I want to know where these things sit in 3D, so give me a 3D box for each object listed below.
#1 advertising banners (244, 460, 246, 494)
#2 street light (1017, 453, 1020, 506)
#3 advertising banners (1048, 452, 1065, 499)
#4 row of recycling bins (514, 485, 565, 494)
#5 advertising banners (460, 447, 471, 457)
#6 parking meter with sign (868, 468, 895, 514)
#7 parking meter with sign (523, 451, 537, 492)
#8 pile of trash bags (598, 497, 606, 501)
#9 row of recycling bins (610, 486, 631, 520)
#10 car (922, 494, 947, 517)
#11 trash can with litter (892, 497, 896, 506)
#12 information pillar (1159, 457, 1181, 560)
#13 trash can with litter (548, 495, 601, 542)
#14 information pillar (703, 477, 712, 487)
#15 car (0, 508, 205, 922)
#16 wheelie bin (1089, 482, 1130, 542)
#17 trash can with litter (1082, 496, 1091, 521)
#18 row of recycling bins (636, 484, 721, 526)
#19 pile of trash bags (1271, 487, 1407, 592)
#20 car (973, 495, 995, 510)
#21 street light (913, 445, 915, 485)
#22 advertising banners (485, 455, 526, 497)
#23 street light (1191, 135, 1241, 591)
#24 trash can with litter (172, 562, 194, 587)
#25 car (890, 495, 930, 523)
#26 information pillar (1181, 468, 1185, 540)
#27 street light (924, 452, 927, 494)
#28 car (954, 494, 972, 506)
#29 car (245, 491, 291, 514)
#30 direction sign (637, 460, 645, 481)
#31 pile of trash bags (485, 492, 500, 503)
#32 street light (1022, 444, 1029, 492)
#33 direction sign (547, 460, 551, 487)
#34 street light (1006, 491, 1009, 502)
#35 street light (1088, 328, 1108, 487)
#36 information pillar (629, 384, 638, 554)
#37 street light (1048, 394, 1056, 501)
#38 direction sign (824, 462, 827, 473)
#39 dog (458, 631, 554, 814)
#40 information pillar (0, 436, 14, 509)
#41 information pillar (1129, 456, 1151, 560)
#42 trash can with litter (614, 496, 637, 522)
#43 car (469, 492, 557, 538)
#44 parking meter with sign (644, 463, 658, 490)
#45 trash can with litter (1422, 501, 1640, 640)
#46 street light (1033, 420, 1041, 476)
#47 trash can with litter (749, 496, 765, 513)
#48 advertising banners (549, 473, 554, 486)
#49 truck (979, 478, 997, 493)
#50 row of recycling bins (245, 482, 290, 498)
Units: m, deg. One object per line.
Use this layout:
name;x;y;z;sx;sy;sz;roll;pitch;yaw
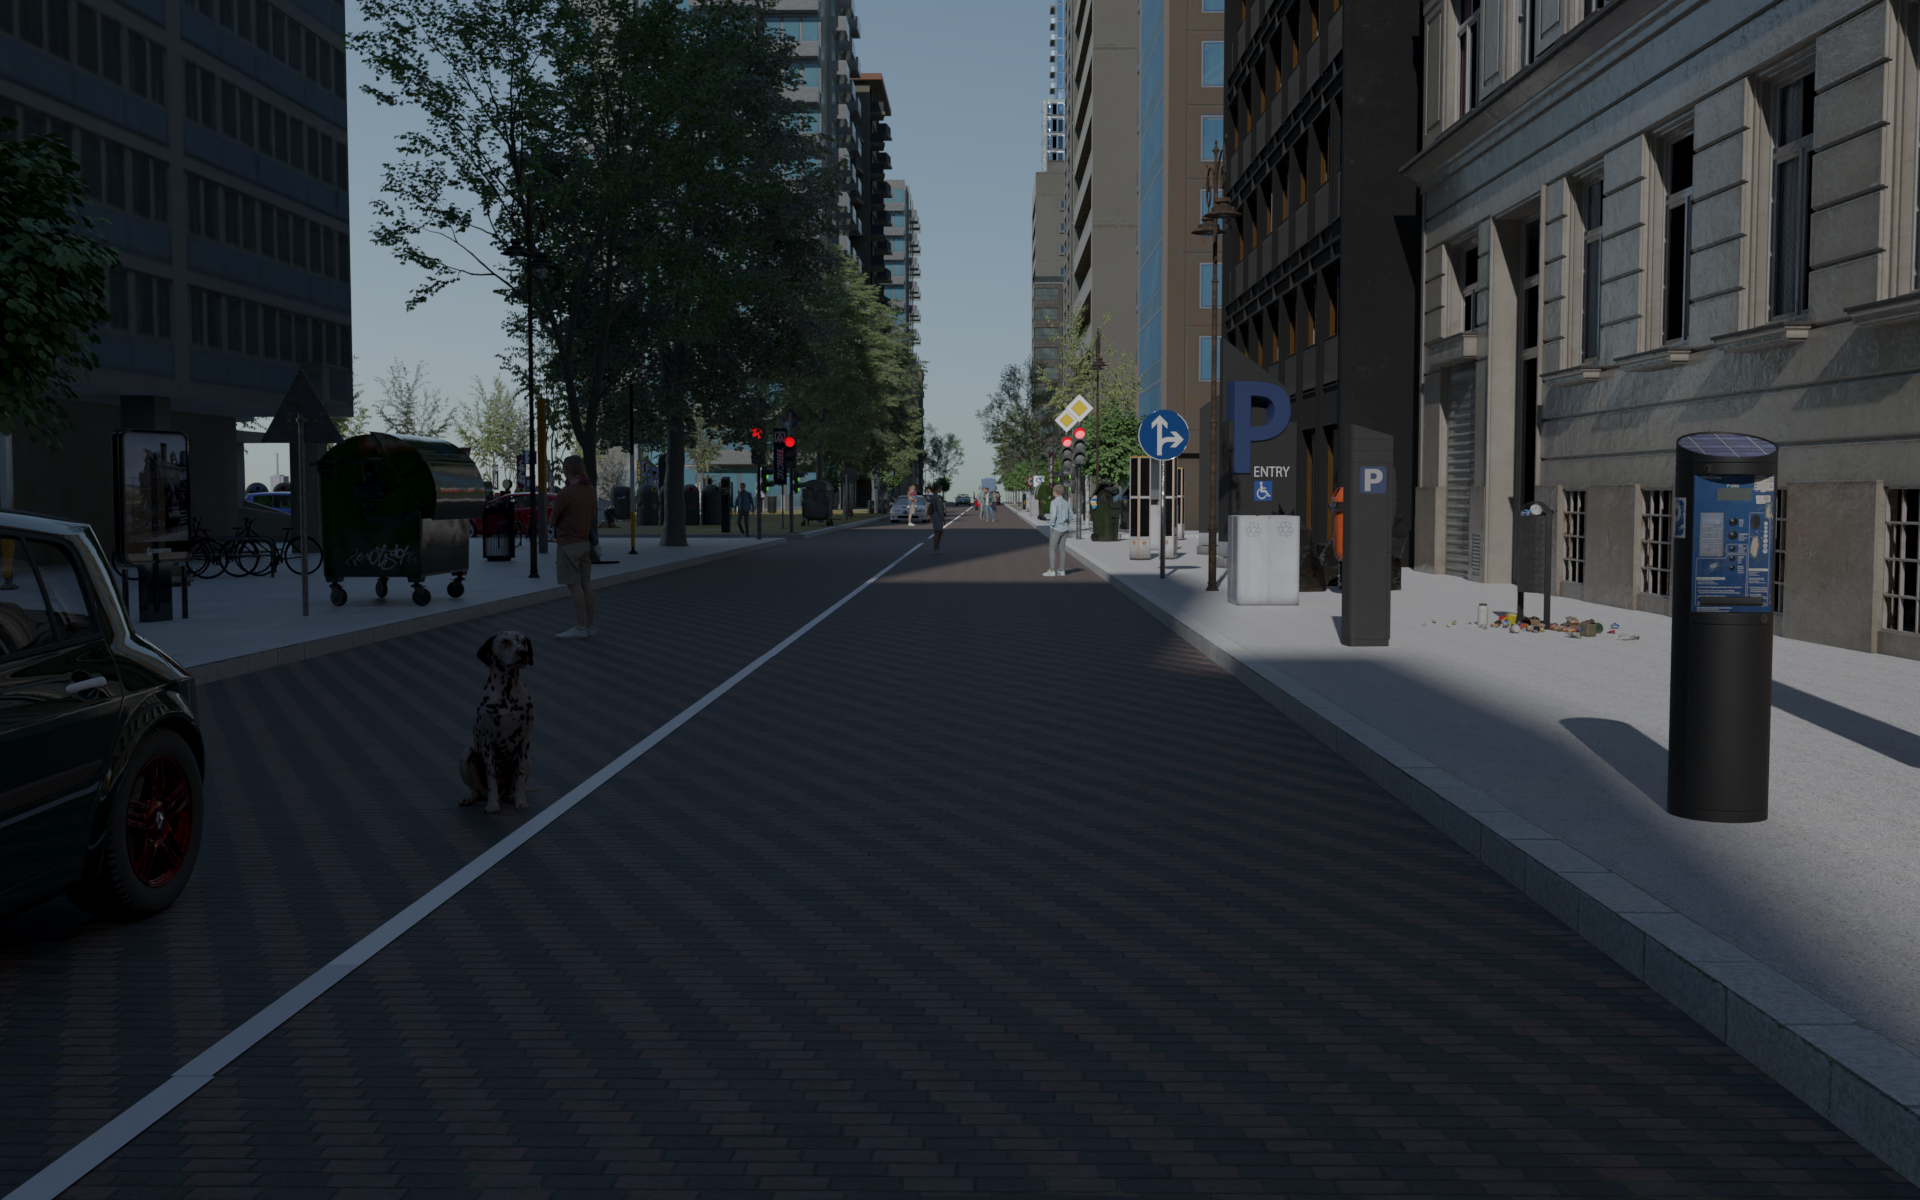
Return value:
advertising banners;-35.832;-5.627;88.186;2.074;3.025;0.090;-1;4;-21
street light;5.630;-11.215;156.146;0.468;5.910;1.993;0;4;1
advertising banners;4.132;-4.712;73.221;0.090;3.025;2.074;2;4;27
row of recycling bins;-19.905;-4.653;83.186;3.534;1.692;1.069;2;4;24
advertising banners;-18.807;-4.133;63.763;0.090;3.025;2.074;3;4;36
parking meter with sign;-5.191;-7.225;114.390;1.738;3.016;0.543;-1;4;-20
parking meter with sign;-17.217;-4.465;69.262;0.543;3.016;1.738;-1;4;-12
pile of trash bags;-19.991;-5.667;102.410;3.447;1.369;1.912;1;4;19
row of recycling bins;-17.232;-4.948;88.018;1.069;1.692;3.534;0;4;-5
car;-1.802;-6.035;108.456;2.009;1.686;4.222;0;4;3
trash can with litter;-4.666;-6.934;124.754;1.055;1.170;0.624;0;4;2
information pillar;4.089;-1.804;33.988;0.304;2.012;0.304;1;4;21
trash can with litter;-10.624;-2.175;46.616;1.678;1.210;2.233;0;4;1
information pillar;-11.186;-4.420;76.756;0.304;2.012;0.304;3;4;38
car;-3.616;0.320;4.555;2.009;1.686;4.222;0;4;2
wheelie bin;3.973;-2.377;46.770;0.980;1.594;0.693;-3;5;-45
trash can with litter;6.208;-4.335;82.262;0.624;1.170;1.055;-1;4;-20
row of recycling bins;-11.569;-3.926;71.310;3.534;1.692;1.069;-2;4;-25
pile of trash bags;4.960;-0.809;22.975;1.912;1.369;3.447;0;4;4
car;2.259;-9.009;156.339;2.155;1.783;4.494;0;4;2
street light;-4.306;-11.438;159.793;0.468;5.910;1.993;0;4;1
advertising banners;-20.152;-4.922;76.661;2.074;3.025;0.090;-1;4;-17
street light;3.345;-3.059;22.795;0.468;5.910;1.993;0;4;1
trash can with litter;-11.076;-0.791;24.318;1.055;1.170;0.624;3;5;43
car;-2.495;-4.615;87.813;2.083;1.381;4.827;0;4;2
information pillar;6.059;-2.666;48.088;0.304;2.012;0.304;1;4;22
street light;-3.719;-13.004;185.398;0.468;5.910;1.993;0;4;1
car;0.373;-11.899;206.339;2.131;1.459;4.920;0;4;1
car;-20.713;-2.725;54.146;3.694;1.707;1.945;0;4;1
direction sign;-21.261;-7.556;115.536;0.876;3.537;0.379;3;5;41
pile of trash bags;-24.341;-5.084;92.881;1.912;1.369;3.447;-3;4;-37
street light;5.125;-9.711;131.562;0.468;5.910;1.993;0;4;1
direction sign;-27.239;-7.496;114.550;0.379;3.537;0.876;-2;4;-32
street light;7.486;-17.925;265.853;0.468;5.910;1.993;0;4;1
street light;3.844;-4.626;48.427;0.468;5.910;1.993;0;4;1
information pillar;-6.998;-2.791;36.980;0.183;3.616;0.504;-1;4;-9
street light;4.342;-6.591;80.544;0.468;5.910;1.993;0;4;1
direction sign;-9.946;-8.471;130.489;0.876;3.537;0.379;0;4;-3
dog;-2.068;0.535;8.083;0.513;0.831;0.800;1;4;14
information pillar;-12.807;-1.950;23.240;0.183;3.616;0.504;-1;4;-20
information pillar;3.493;-1.779;33.575;0.304;2.012;0.304;-2;4;-31
trash can with litter;-15.179;-4.206;79.822;2.233;1.210;1.678;-1;4;-18
car;-13.519;-2.669;52.684;4.494;1.783;2.155;0;4;2
parking meter with sign;-16.933;-6.193;97.523;1.738;3.016;0.543;2;4;28
trash can with litter;5.468;-0.313;16.183;1.678;1.210;2.233;-1;4;-11
street light;4.708;-8.145;105.957;0.468;5.910;1.993;0;4;1
trash can with litter;-13.999;-6.487;117.119;1.678;1.210;2.233;2;4;26
advertising banners;-28.738;-7.536;119.405;0.090;3.025;2.074;3;4;36
truck;4.762;-17.646;278.264;2.967;4.110;18.799;0;4;-1
row of recycling bins;-24.333;-3.302;61.097;3.534;1.692;1.069;-2;4;-25
